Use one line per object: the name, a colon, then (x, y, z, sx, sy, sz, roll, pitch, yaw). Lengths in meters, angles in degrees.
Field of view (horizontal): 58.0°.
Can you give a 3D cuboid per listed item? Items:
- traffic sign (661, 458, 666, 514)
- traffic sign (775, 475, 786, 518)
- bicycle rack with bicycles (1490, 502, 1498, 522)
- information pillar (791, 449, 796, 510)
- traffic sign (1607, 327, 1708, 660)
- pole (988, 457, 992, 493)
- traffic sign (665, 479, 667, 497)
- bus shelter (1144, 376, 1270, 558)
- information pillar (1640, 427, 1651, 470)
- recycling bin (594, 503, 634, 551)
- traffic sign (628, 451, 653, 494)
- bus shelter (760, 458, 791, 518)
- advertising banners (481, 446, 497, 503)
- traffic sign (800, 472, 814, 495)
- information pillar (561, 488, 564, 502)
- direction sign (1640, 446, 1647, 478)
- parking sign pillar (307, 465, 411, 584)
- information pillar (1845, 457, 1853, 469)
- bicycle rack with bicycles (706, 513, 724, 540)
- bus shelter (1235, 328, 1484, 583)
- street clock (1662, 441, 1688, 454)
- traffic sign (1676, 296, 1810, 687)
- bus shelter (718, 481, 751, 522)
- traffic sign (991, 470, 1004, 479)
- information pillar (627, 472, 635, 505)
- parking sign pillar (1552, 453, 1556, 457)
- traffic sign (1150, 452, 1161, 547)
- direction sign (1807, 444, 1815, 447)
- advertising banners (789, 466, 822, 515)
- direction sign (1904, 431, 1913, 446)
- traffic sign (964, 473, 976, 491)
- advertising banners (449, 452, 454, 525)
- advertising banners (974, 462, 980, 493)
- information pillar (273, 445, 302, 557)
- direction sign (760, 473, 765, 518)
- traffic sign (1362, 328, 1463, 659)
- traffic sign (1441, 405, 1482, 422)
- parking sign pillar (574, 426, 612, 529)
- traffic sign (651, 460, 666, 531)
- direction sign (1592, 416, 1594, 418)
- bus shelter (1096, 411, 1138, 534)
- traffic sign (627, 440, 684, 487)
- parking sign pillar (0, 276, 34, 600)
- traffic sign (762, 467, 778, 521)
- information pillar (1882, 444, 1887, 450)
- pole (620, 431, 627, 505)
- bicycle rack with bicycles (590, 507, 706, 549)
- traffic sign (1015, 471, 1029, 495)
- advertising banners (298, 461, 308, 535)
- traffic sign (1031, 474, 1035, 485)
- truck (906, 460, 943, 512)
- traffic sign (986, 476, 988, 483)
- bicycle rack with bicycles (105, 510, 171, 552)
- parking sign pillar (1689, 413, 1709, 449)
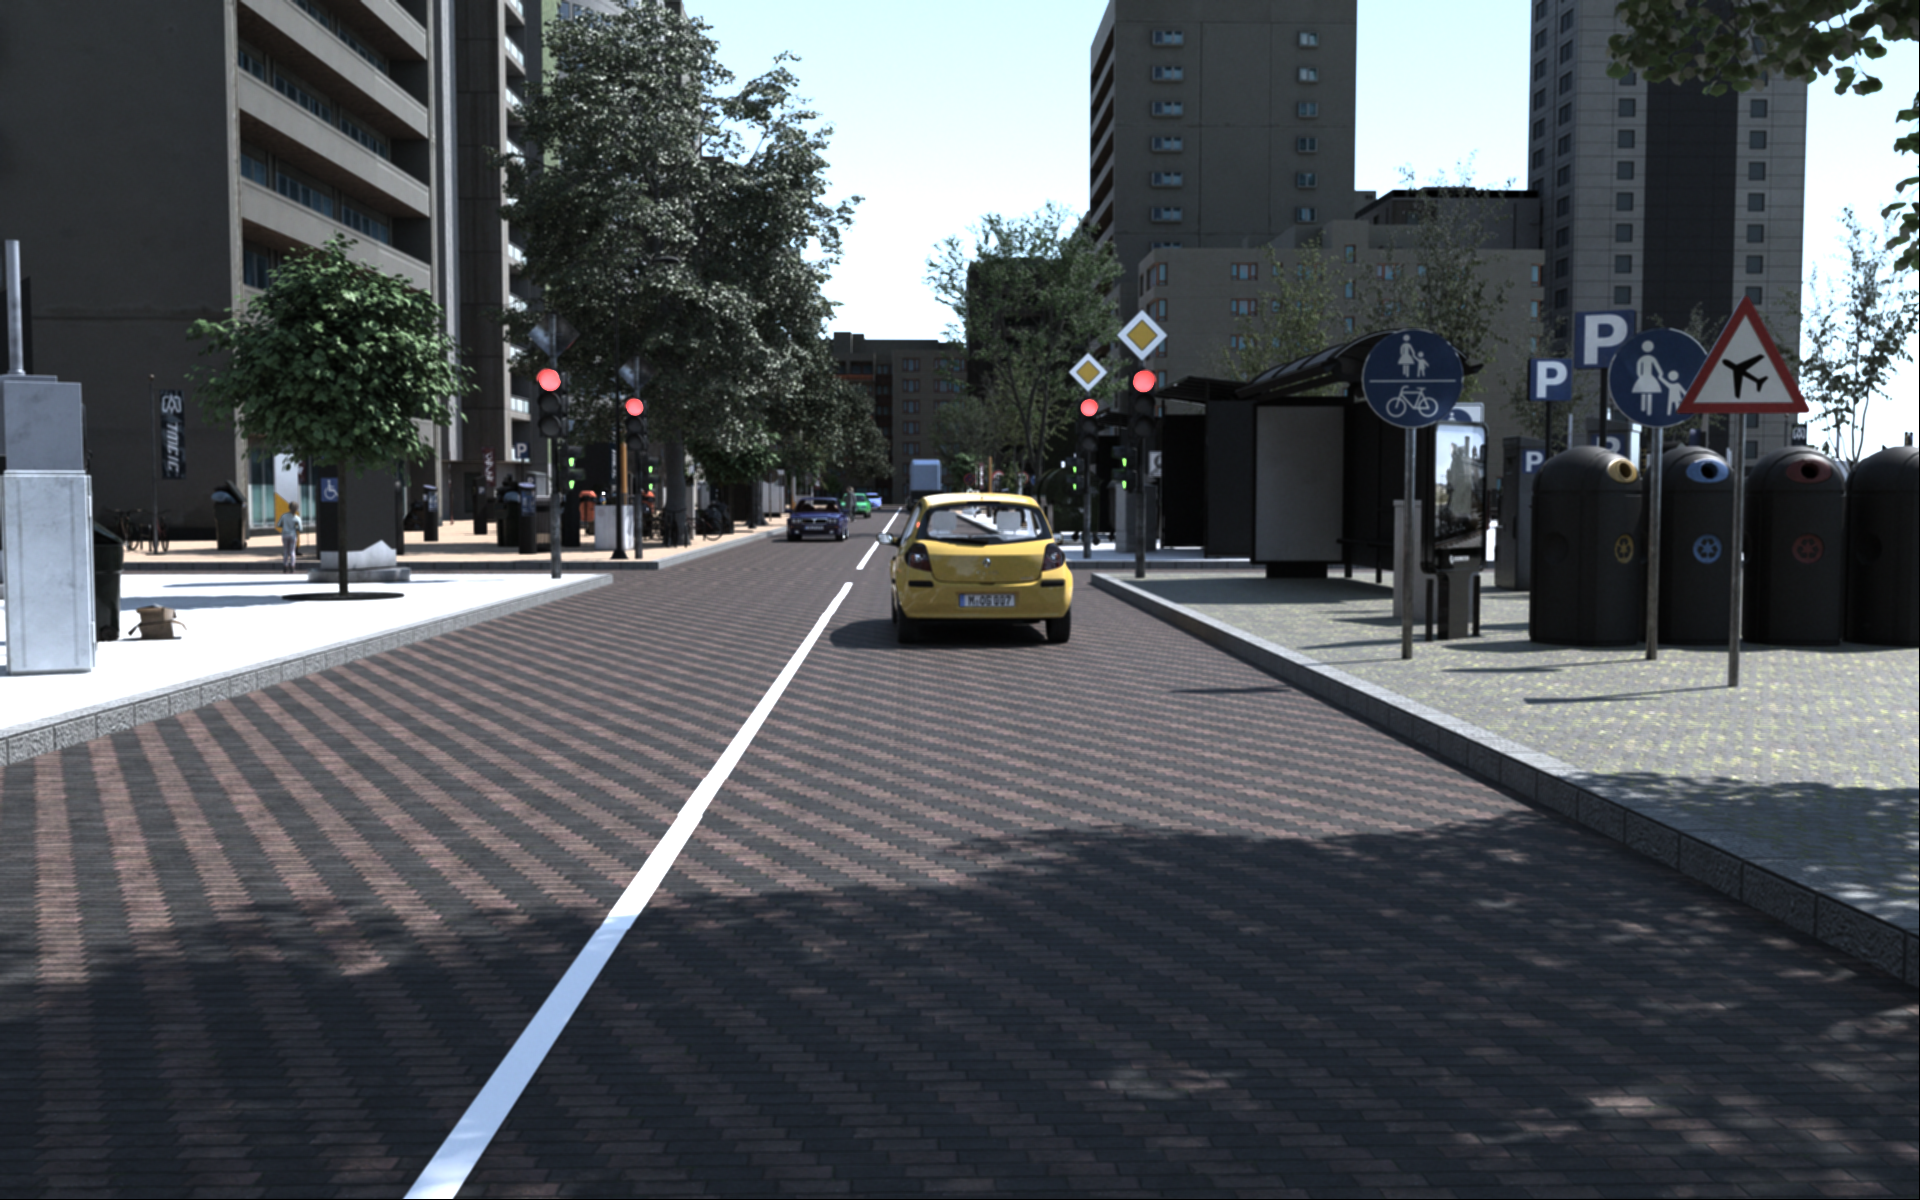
traffic sign: (-10.565, -3.752, 61.454, 0.768, 2.556, 0.104, 0, 4, 7)
traffic sign: (-9.478, -5.455, 91.322, 0.606, 2.300, 0.079, 0, 4, 6)
bicycle rack with bicycles: (25.225, -4.091, 80.274, 2.925, 0.926, 2.852, 0, 4, 4)
information pillar: (-7.916, -5.569, 82.399, 0.183, 3.616, 0.504, -1, 4, -21)
traffic sign: (5.363, -0.810, 13.356, 0.768, 2.556, 0.104, 0, 4, 8)
pole: (1.633, -6.153, 94.443, 0.158, 3.312, 0.155, 0, 3, 0)
traffic sign: (-10.841, -3.916, 64.127, 0.768, 2.556, 0.104, 0, 4, 1)
bus shelter: (5.303, -2.831, 37.567, 1.731, 3.624, 6.357, 0, 4, -2)
information pillar: (14.246, -2.713, 35.720, 0.183, 3.616, 0.504, 1, 4, 9)
recycling bin: (-7.852, -1.638, 39.336, 0.722, 1.027, 0.722, 0, 4, 7)
traffic sign: (-9.289, -3.073, 50.352, 0.768, 2.556, 0.104, 0, 4, 5)
bus shelter: (-10.372, -6.307, 97.045, 2.014, 3.302, 5.546, 0, 4, -1)
advertising banners: (-16.562, -4.137, 63.820, 2.074, 3.025, 0.090, -1, 4, -11)
traffic sign: (-8.499, -5.865, 96.001, 0.768, 2.556, 0.104, 0, 4, 2)
information pillar: (-16.765, -4.232, 73.691, 0.304, 2.012, 0.304, 1, 4, 14)
direction sign: (32.502, -5.484, 81.657, 0.876, 3.537, 0.379, 2, 4, 35)
parking sign pillar: (-8.853, -2.260, 25.417, 1.447, 3.967, 1.447, 1, 4, 15)
information pillar: (54.098, -6.977, 105.433, 0.504, 3.616, 0.183, 3, 4, 37)
bicycle rack with bicycles: (-8.227, -2.067, 47.172, 2.925, 0.926, 2.852, 1, 4, 15)
bus shelter: (5.312, -1.838, 23.977, 2.014, 3.302, 5.546, 0, 4, -2)
street clock: (9.870, -1.186, 23.954, 0.471, 2.002, 0.358, -3, 5, -41)
traffic sign: (5.161, -0.702, 11.484, 0.884, 2.594, 0.081, 0, 4, -1)
bus shelter: (-10.252, -5.530, 81.698, 1.731, 3.624, 6.357, 0, 4, -2)
traffic sign: (2.074, -5.679, 92.963, 0.768, 2.556, 0.104, 0, 4, 4)
information pillar: (-10.746, -3.216, 57.073, 0.304, 2.012, 0.304, -2, 4, -34)
parking sign pillar: (36.250, -7.181, 105.881, 1.447, 3.967, 1.447, 0, 4, 8)
traffic sign: (4.826, -2.408, 41.506, 0.606, 2.300, 0.079, 0, 4, 3)
direction sign: (38.498, -5.321, 78.992, 0.876, 3.537, 0.379, 0, 4, -3)
advertising banners: (-9.540, -6.770, 106.871, 2.074, 3.025, 0.090, 0, 4, -6)
direction sign: (34.378, -4.333, 62.849, 0.876, 3.537, 0.379, -3, 5, -44)
traffic sign: (0.604, -6.432, 105.273, 0.768, 2.556, 0.104, 0, 4, 3)
advertising banners: (-21.189, -4.643, 72.093, 0.090, 3.025, 2.074, -1, 4, -13)
advertising banners: (0.833, -5.889, 92.480, 0.090, 3.025, 2.074, 0, 4, 4)
information pillar: (-13.817, -2.702, 35.528, 0.504, 3.616, 0.183, -3, 5, -44)
direction sign: (-10.468, -6.077, 91.356, 0.379, 3.537, 0.876, -2, 4, -26)
traffic sign: (3.481, -0.814, 13.410, 0.768, 2.556, 0.104, 0, 4, 5)
traffic sign: (5.559, -1.062, 19.497, 0.606, 2.300, 0.079, 0, 4, 4)
parking sign pillar: (-13.649, -4.646, 64.434, 1.447, 3.967, 1.447, -2, 4, -25)
traffic sign: (-10.707, -3.720, 60.930, 0.768, 2.556, 0.104, 0, 4, 5)
direction sign: (18.399, -3.576, 50.457, 0.379, 3.537, 0.876, 1, 4, 22)
bus shelter: (4.912, -3.723, 52.146, 1.731, 3.624, 6.357, 0, 4, -2)
traffic sign: (-11.495, -4.349, 64.982, 2.265, 3.308, 0.079, 0, 4, 3)
parking sign pillar: (-12.122, -2.010, 21.329, 1.447, 3.967, 1.447, -2, 4, -30)
traffic sign: (-8.887, -4.952, 81.068, 0.768, 2.556, 0.104, 0, 4, 2)
information pillar: (43.124, -5.463, 80.670, 0.183, 3.616, 0.504, -2, 4, -34)
pole: (-10.810, -3.782, 55.675, 0.158, 3.312, 0.155, 0, 3, 0)
bicycle rack with bicycles: (-7.659, -1.743, 41.886, 2.852, 0.926, 2.925, 0, 4, -8)
traffic sign: (3.416, -5.838, 95.559, 0.768, 2.556, 0.104, 0, 4, 6)
advertising banners: (-15.034, -2.746, 41.088, 2.074, 3.025, 0.090, 1, 4, 12)
traffic sign: (4.864, -6.724, 110.043, 0.768, 2.556, 0.104, 0, 4, 4)
truck: (-2.400, -8.559, 129.701, 2.967, 4.110, 18.799, 0, 4, -3)
traffic sign: (2.015, -6.638, 108.634, 0.768, 2.556, 0.104, 0, 4, 5)
bicycle rack with bicycles: (-19.197, -1.568, 39.025, 2.852, 0.926, 2.925, -2, 4, -30)
parking sign pillar: (21.833, -3.835, 51.180, 1.447, 3.967, 1.447, 2, 4, 26)
